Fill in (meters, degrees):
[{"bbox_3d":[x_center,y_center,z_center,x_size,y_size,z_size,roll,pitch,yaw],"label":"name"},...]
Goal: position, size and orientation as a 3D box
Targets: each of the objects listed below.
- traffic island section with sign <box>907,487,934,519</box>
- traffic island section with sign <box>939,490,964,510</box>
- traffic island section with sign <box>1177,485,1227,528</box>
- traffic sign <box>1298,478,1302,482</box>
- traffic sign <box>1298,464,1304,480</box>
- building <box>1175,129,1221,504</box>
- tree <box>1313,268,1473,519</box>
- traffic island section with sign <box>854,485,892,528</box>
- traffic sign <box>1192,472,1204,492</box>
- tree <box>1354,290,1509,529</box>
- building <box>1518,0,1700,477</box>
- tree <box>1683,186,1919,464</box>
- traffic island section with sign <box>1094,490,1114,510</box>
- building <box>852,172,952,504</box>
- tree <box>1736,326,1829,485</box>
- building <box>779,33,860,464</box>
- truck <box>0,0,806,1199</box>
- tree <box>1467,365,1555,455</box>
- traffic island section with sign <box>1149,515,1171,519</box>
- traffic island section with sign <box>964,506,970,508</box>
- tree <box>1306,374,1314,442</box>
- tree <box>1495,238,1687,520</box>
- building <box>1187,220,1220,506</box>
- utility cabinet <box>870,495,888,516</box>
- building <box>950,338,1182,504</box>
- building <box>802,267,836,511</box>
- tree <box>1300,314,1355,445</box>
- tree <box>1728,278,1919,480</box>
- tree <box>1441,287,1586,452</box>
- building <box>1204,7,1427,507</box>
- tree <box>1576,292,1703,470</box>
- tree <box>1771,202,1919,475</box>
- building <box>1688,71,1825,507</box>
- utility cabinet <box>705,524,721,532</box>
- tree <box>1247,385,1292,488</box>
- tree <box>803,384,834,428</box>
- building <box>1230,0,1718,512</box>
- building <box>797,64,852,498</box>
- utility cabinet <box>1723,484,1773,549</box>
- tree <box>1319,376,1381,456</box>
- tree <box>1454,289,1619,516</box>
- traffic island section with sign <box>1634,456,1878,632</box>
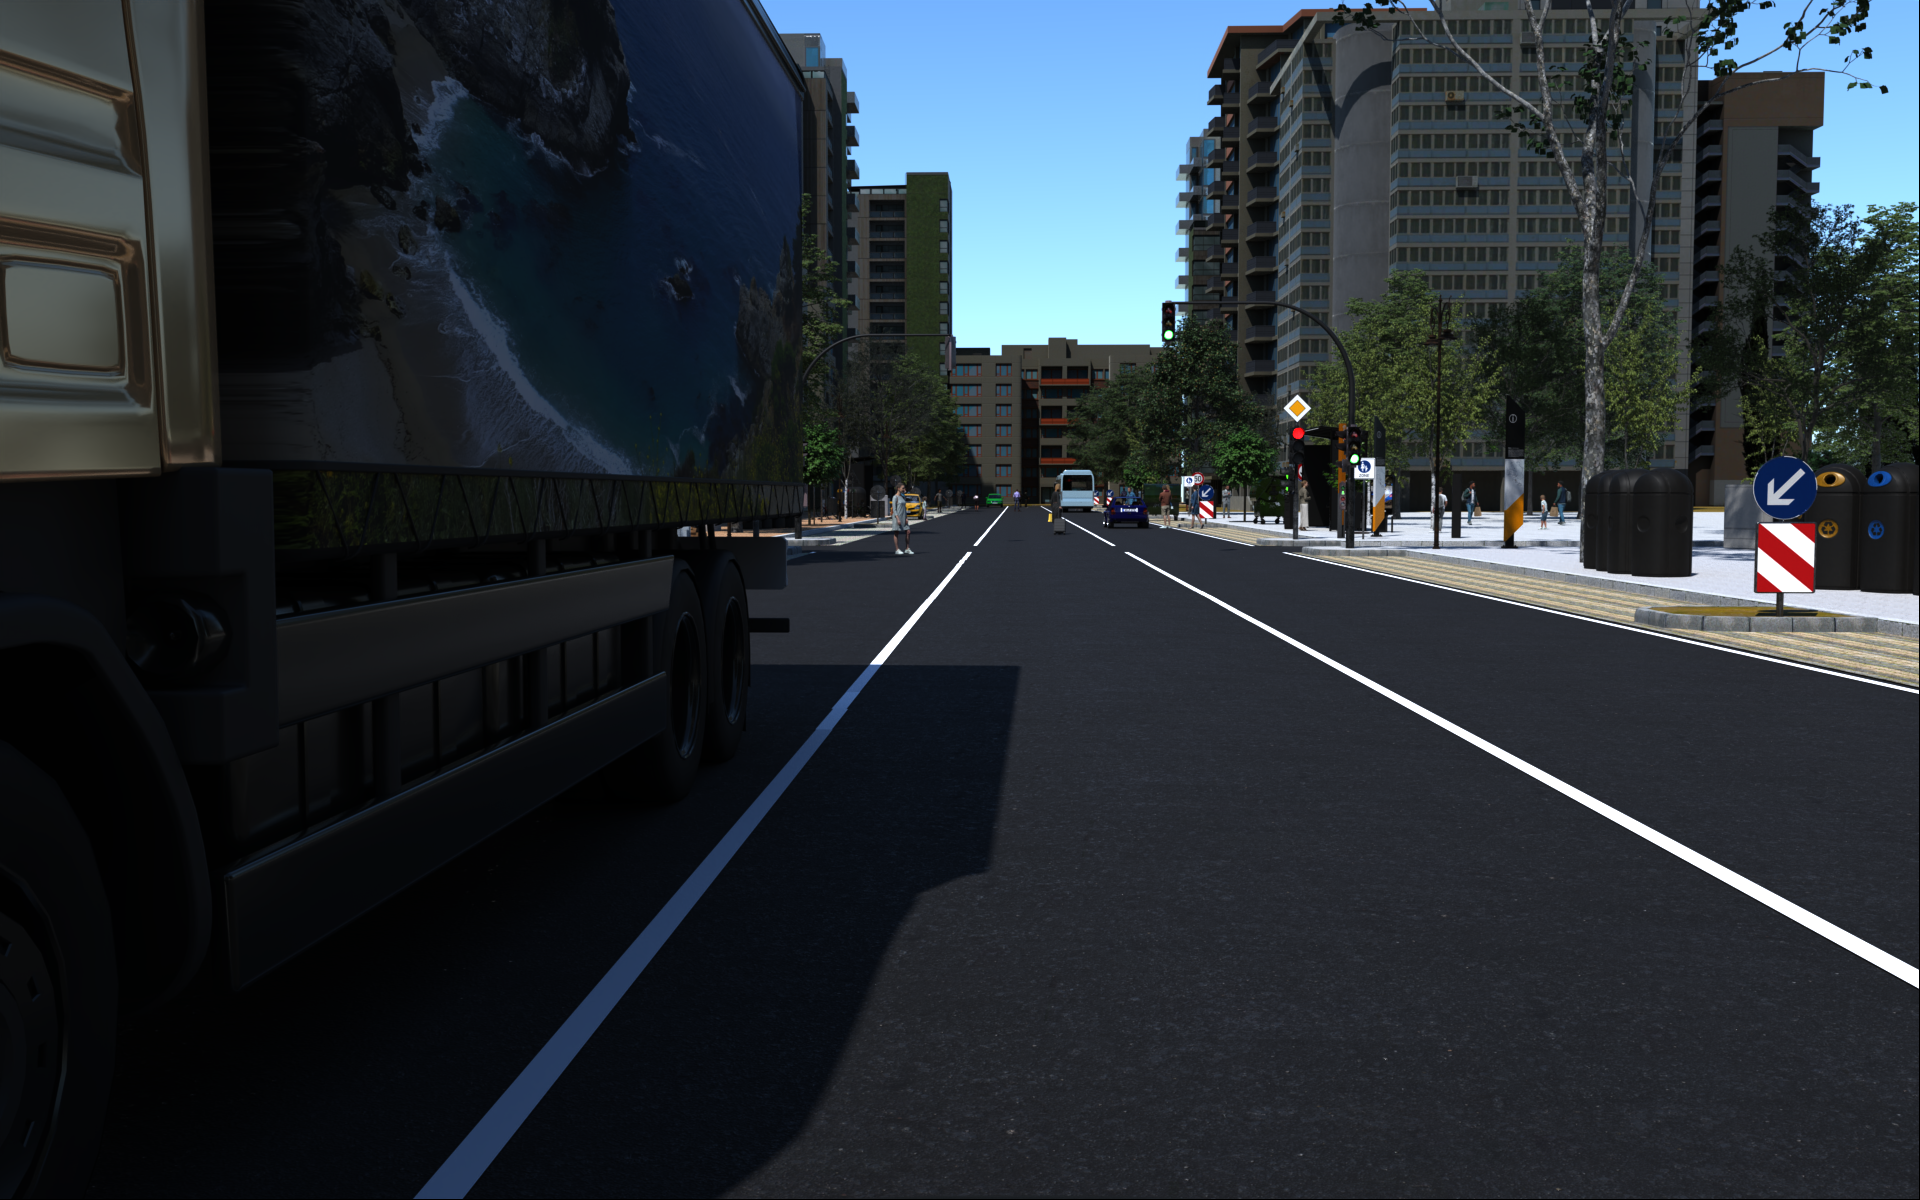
[{"bbox_3d":[-2.550,-5.674,101.401,1.989,1.847,2.006,0,4,2],"label":"traffic island section with sign"},{"bbox_3d":[-0.876,-8.715,151.124,1.989,1.847,2.006,0,4,2],"label":"traffic island section with sign"},{"bbox_3d":[10.357,-4.010,74.196,1.989,1.847,2.006,0,4,2],"label":"traffic island section with sign"},{"bbox_3d":[14.636,-4.497,73.634,0.768,2.556,0.104,1,4,10],"label":"traffic sign"},{"bbox_3d":[13.612,-4.166,68.222,0.768,2.556,0.104,1,4,10],"label":"traffic sign"},{"bbox_3d":[43.181,-37.010,224.724,30.456,49.044,23.786,0,4,2],"label":"building"},{"bbox_3d":[22.163,-10.325,86.942,7.486,12.596,7.792,0,3,0],"label":"tree"},{"bbox_3d":[-3.469,-4.001,74.038,1.989,1.847,2.006,0,4,2],"label":"traffic island section with sign"},{"bbox_3d":[13.744,-6.122,100.204,0.768,2.556,0.104,1,4,8],"label":"traffic sign"},{"bbox_3d":[17.541,-6.896,63.111,4.737,8.622,4.395,0,3,0],"label":"tree"},{"bbox_3d":[61.763,-45.298,178.881,20.611,71.187,20.563,0,4,2],"label":"building"},{"bbox_3d":[25.847,-7.274,53.341,7.601,10.594,8.767,-2,4,-24],"label":"tree"},{"bbox_3d":[12.942,-8.709,151.019,1.989,1.847,2.006,0,4,2],"label":"traffic island section with sign"},{"bbox_3d":[-8.093,-32.973,222.700,14.086,41.232,14.154,0,4,2],"label":"building"},{"bbox_3d":[36.106,-7.702,76.284,4.737,8.622,4.395,0,3,0],"label":"tree"},{"bbox_3d":[-26.133,-34.370,181.564,30.456,49.044,23.786,0,4,2],"label":"building"},{"bbox_3d":[-2.530,-1.046,6.016,2.839,4.237,11.283,0,4,3],"label":"truck"},{"bbox_3d":[37.370,-11.606,115.513,9.928,11.665,9.643,0,3,0],"label":"tree"},{"bbox_3d":[11.267,-5.658,101.136,1.989,1.847,2.006,0,4,2],"label":"traffic island section with sign"},{"bbox_3d":[0.027,-10.365,178.095,1.989,1.847,2.006,0,4,2],"label":"traffic island section with sign"},{"bbox_3d":[27.357,-12.298,119.202,7.486,12.596,7.792,0,3,0],"label":"tree"},{"bbox_3d":[31.655,-11.043,87.203,9.857,13.997,8.962,0,3,0],"label":"tree"},{"bbox_3d":[31.074,-25.228,184.176,14.160,30.474,14.107,0,4,2],"label":"building"},{"bbox_3d":[-4.755,-5.540,101.741,1.020,1.237,0.306,-1,4,-12],"label":"utility cabinet"},{"bbox_3d":[13.611,-23.499,229.245,28.899,21.520,27.650,0,4,2],"label":"building"},{"bbox_3d":[-25.381,-18.068,140.450,27.650,21.520,28.899,0,4,2],"label":"building"},{"bbox_3d":[16.852,-7.351,70.544,4.737,8.622,4.395,0,3,0],"label":"tree"},{"bbox_3d":[56.588,-12.609,107.983,18.604,14.587,13.155,-1,4,-19],"label":"tree"},{"bbox_3d":[25.245,-8.740,77.317,7.601,10.594,8.767,-3,5,-44],"label":"tree"},{"bbox_3d":[34.690,-31.032,161.991,22.147,44.769,28.867,0,4,2],"label":"building"},{"bbox_3d":[24.819,-6.923,63.560,4.737,8.622,4.395,0,3,0],"label":"tree"},{"bbox_3d":[35.882,-9.141,67.578,7.486,12.596,7.792,0,3,0],"label":"tree"},{"bbox_3d":[79.346,-32.493,181.374,14.200,45.320,14.600,0,4,2],"label":"building"},{"bbox_3d":[-8.549,-2.970,59.720,0.306,1.237,1.020,1,4,12],"label":"utility cabinet"},{"bbox_3d":[20.579,-10.218,117.419,4.360,8.622,3.978,0,3,0],"label":"tree"},{"bbox_3d":[-10.248,-9.933,112.762,4.737,8.622,4.395,0,3,0],"label":"tree"},{"bbox_3d":[38.190,-27.140,135.617,32.217,40.220,23.993,0,4,2],"label":"building"},{"bbox_3d":[-18.112,-29.203,161.069,14.154,41.232,14.086,0,4,2],"label":"building"},{"bbox_3d":[18.315,-1.929,40.213,0.318,1.500,1.173,-1,4,-21],"label":"utility cabinet"},{"bbox_3d":[24.384,-9.705,109.034,4.360,8.622,3.978,0,3,0],"label":"tree"},{"bbox_3d":[34.022,-11.773,102.864,12.009,13.543,11.850,0,3,0],"label":"tree"},{"bbox_3d":[8.495,-0.621,18.789,1.989,1.847,2.006,0,4,2],"label":"traffic island section with sign"}]
